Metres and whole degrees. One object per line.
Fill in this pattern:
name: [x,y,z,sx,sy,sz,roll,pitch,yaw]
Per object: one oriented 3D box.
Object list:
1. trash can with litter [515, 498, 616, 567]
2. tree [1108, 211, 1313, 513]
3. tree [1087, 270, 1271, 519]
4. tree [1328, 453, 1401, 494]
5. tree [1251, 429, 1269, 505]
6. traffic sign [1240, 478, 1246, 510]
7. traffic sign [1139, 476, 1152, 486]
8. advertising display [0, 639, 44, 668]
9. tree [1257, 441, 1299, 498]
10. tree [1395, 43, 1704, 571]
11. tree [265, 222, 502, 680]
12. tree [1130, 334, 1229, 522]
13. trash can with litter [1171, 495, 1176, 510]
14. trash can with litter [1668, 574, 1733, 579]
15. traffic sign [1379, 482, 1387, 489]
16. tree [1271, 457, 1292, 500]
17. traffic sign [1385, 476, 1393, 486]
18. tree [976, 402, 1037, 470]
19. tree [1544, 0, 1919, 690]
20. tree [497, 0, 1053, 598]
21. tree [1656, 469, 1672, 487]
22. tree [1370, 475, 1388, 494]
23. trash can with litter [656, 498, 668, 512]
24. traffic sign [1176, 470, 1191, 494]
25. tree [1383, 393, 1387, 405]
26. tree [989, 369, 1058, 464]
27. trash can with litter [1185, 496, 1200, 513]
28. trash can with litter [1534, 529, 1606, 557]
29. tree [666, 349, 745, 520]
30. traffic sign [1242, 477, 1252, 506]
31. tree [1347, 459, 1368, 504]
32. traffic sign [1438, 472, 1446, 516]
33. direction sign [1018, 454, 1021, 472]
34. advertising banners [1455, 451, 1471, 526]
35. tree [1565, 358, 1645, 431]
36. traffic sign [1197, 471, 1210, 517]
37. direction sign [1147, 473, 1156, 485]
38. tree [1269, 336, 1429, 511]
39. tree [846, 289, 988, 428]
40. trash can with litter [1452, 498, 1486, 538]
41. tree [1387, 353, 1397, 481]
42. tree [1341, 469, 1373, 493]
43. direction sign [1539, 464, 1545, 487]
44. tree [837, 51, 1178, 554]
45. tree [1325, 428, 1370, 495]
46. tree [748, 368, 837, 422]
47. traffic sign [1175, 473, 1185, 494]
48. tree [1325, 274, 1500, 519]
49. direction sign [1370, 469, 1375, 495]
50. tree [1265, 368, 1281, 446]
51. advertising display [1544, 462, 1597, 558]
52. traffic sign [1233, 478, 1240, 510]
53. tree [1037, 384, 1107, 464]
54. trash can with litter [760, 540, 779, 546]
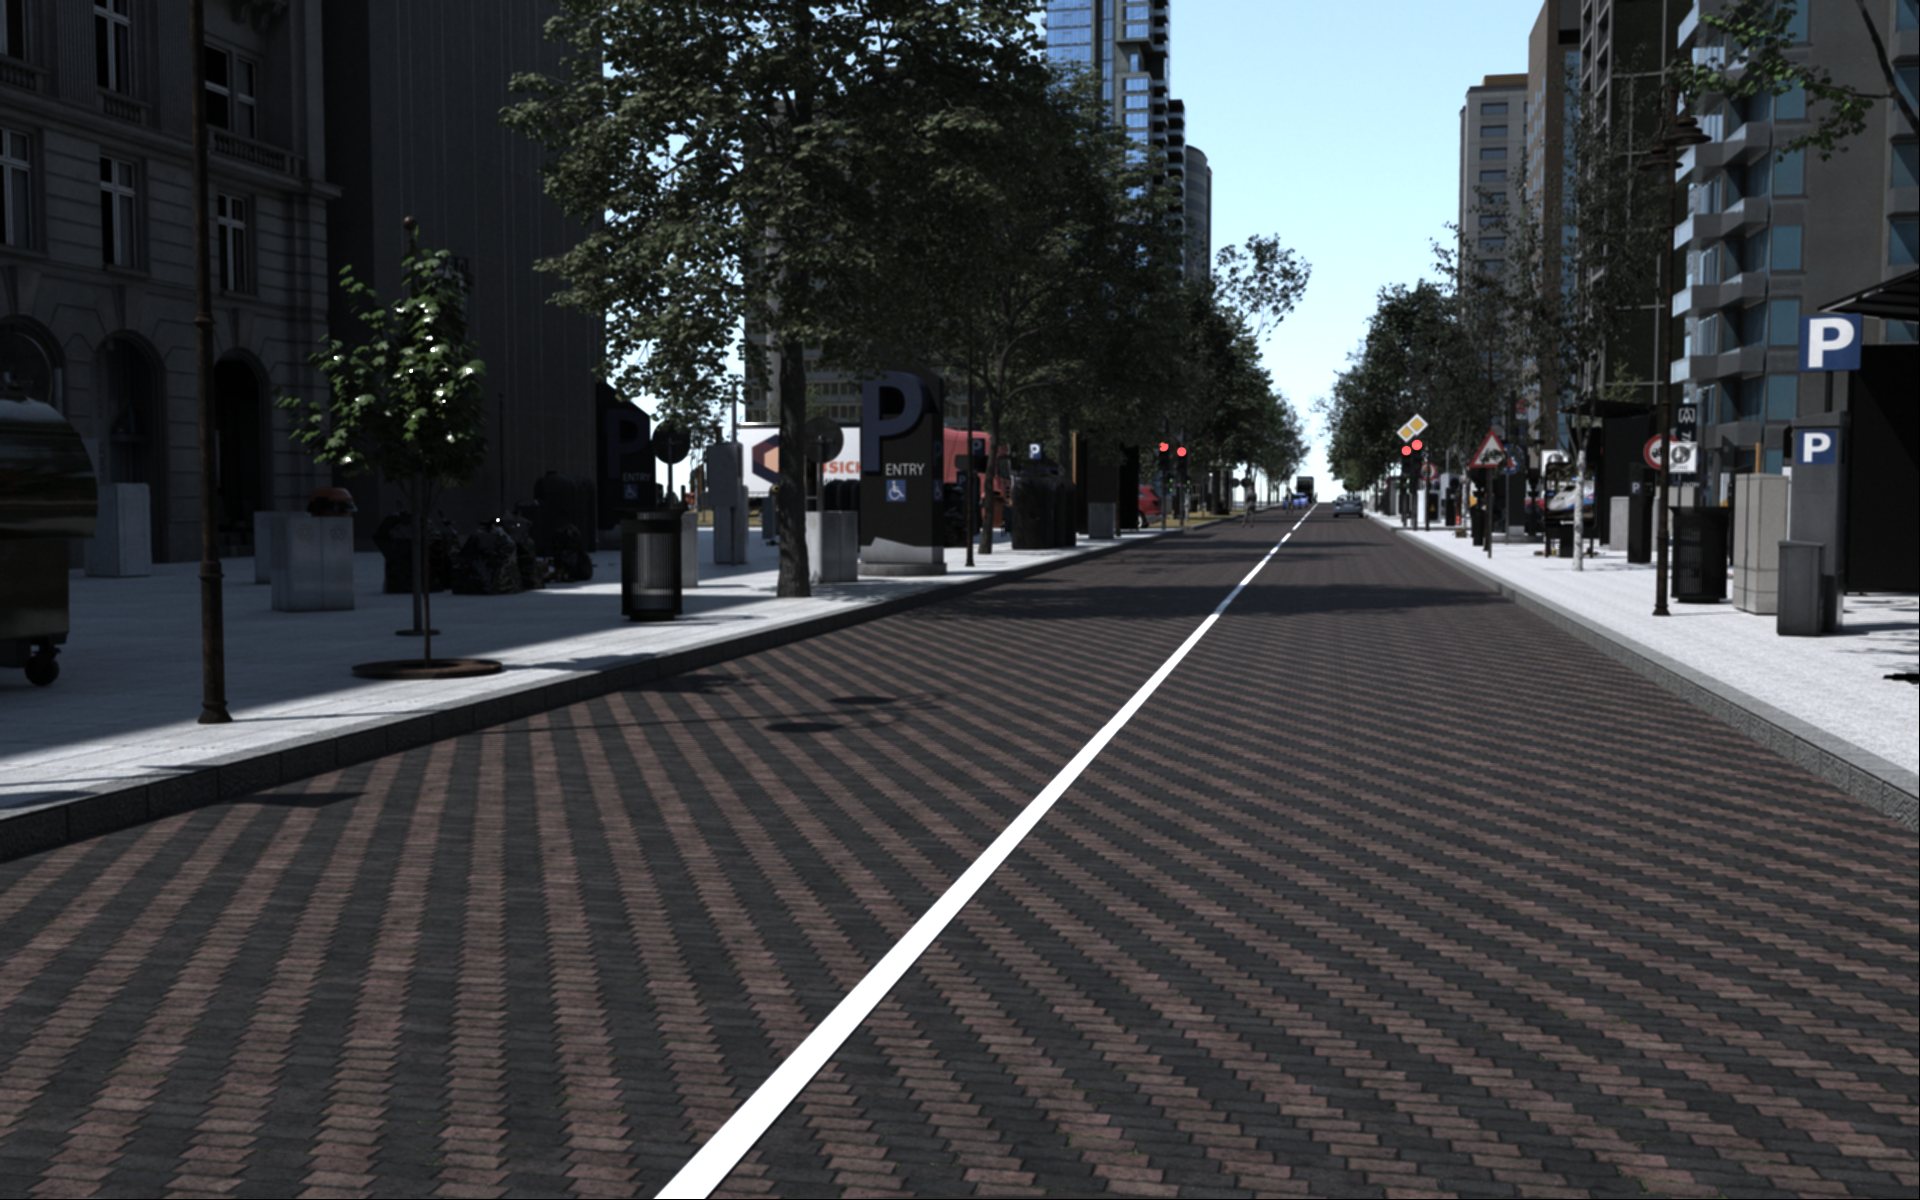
trash can with litter: [-7.266,-1.204,30.735,2.233,1.210,1.678,0,4,2]
tree: [16.534,-15.963,116.883,12.611,20.169,13.585,0,3,0]
tree: [11.309,-10.527,89.132,9.611,12.733,9.660,0,3,0]
tree: [40.163,-14.164,165.994,8.767,10.594,7.601,3,5,41]
tree: [35.021,-17.423,195.230,12.009,13.543,11.850,0,3,0]
traffic sign: [22.363,-8.310,135.974,0.768,2.556,0.104,1,4,21]
traffic sign: [10.443,-6.007,98.219,0.884,2.594,0.081,1,4,21]
advertising display: [-7.062,-0.466,12.825,0.974,1.923,0.123,2,4,31]
tree: [43.059,-17.616,238.381,4.737,8.622,4.395,0,3,0]
tree: [10.211,-4.798,28.807,4.360,8.622,3.978,0,3,0]
tree: [-3.814,-1.094,12.496,1.663,3.219,1.824,0,3,0]
tree: [10.212,-7.883,79.245,4.360,8.622,3.978,0,3,0]
trash can with litter: [16.696,-7.619,135.957,0.624,1.170,1.055,-1,4,-11]
trash can with litter: [11.899,-0.935,26.349,2.233,1.210,1.678,1,4,13]
traffic sign: [34.016,-8.389,139.291,0.606,2.300,0.079,1,4,21]
tree: [50.781,-19.896,275.654,4.360,8.622,3.978,0,3,0]
traffic sign: [30.343,-7.456,122.004,0.768,2.556,0.104,1,4,15]
tree: [3.625,-10.098,115.460,4.737,8.622,4.395,0,3,0]
tree: [6.779,-5.222,11.140,9.928,11.665,9.643,0,3,0]
tree: [-1.721,-6.293,21.013,7.486,12.596,7.792,0,3,0]
tree: [44.325,-7.885,112.636,4.285,4.588,4.351,0,3,0]
tree: [35.167,-9.129,143.862,1.663,3.219,1.824,0,3,0]
trash can with litter: [-14.713,-4.343,82.073,1.678,1.210,2.233,-3,5,-44]
traffic sign: [9.401,-4.334,72.988,0.606,2.300,0.079,1,4,12]
tree: [22.202,-8.073,82.357,4.360,8.622,3.978,0,3,0]
tree: [3.029,-8.748,93.387,4.360,8.622,3.978,0,3,0]
trash can with litter: [16.126,-6.650,120.107,1.055,1.170,0.624,-3,5,-42]
trash can with litter: [12.867,-1.544,36.302,2.233,1.210,1.678,-2,4,-34]
tree: [-12.979,-8.329,86.540,4.360,8.622,3.978,0,3,0]
traffic sign: [21.817,-8.052,131.752,0.768,2.556,0.104,1,4,21]
tree: [41.860,-14.031,179.770,4.737,8.622,4.395,0,3,0]
traffic sign: [27.855,-6.081,99.536,0.768,2.556,0.104,1,4,19]
direction sign: [3.113,-6.528,98.728,0.876,3.537,0.379,-2,4,-32]
advertising banners: [20.382,-4.563,70.787,0.090,3.025,2.074,-1,4,-10]
tree: [34.811,-8.731,93.113,4.737,8.622,4.395,0,3,0]
traffic sign: [13.494,-5.869,96.058,0.768,2.556,0.104,1,4,20]
direction sign: [15.659,-9.178,142.050,0.876,3.537,0.379,3,4,38]
tree: [31.035,-13.382,129.158,12.009,13.543,11.850,0,3,0]
tree: [-1.583,-6.552,57.484,4.360,8.622,3.978,0,3,0]
trash can with litter: [14.988,-2.411,50.805,1.055,1.170,0.624,2,4,27]
tree: [15.442,-6.216,51.988,4.360,8.622,3.978,0,3,0]
tree: [45.986,-13.136,198.480,4.285,4.588,4.351,0,3,0]
direction sign: [44.577,-8.574,132.187,0.876,3.537,0.379,-1,4,-17]
tree: [0.841,-6.246,36.532,7.601,10.594,8.767,2,4,23]
tree: [51.456,-18.828,225.956,7.486,12.596,7.792,0,3,0]
tree: [-9.788,-9.176,100.391,4.737,8.622,4.395,0,3,0]
traffic sign: [10.544,-4.931,82.757,0.606,2.300,0.079,1,4,20]
tree: [23.830,-10.619,90.630,9.611,12.733,9.660,0,3,0]
direction sign: [32.944,-8.936,138.092,0.876,3.537,0.379,-3,5,-41]
tree: [15.588,-11.350,103.696,7.486,12.596,7.792,0,3,0]
advertising display: [12.237,-1.806,34.735,0.974,1.923,0.123,2,4,25]
traffic sign: [21.754,-8.370,136.948,0.768,2.556,0.104,1,4,20]
tree: [7.944,-9.650,108.140,4.737,8.622,4.395,0,3,0]
trash can with litter: [-4.416,-1.999,43.741,1.678,1.210,2.233,2,4,29]
